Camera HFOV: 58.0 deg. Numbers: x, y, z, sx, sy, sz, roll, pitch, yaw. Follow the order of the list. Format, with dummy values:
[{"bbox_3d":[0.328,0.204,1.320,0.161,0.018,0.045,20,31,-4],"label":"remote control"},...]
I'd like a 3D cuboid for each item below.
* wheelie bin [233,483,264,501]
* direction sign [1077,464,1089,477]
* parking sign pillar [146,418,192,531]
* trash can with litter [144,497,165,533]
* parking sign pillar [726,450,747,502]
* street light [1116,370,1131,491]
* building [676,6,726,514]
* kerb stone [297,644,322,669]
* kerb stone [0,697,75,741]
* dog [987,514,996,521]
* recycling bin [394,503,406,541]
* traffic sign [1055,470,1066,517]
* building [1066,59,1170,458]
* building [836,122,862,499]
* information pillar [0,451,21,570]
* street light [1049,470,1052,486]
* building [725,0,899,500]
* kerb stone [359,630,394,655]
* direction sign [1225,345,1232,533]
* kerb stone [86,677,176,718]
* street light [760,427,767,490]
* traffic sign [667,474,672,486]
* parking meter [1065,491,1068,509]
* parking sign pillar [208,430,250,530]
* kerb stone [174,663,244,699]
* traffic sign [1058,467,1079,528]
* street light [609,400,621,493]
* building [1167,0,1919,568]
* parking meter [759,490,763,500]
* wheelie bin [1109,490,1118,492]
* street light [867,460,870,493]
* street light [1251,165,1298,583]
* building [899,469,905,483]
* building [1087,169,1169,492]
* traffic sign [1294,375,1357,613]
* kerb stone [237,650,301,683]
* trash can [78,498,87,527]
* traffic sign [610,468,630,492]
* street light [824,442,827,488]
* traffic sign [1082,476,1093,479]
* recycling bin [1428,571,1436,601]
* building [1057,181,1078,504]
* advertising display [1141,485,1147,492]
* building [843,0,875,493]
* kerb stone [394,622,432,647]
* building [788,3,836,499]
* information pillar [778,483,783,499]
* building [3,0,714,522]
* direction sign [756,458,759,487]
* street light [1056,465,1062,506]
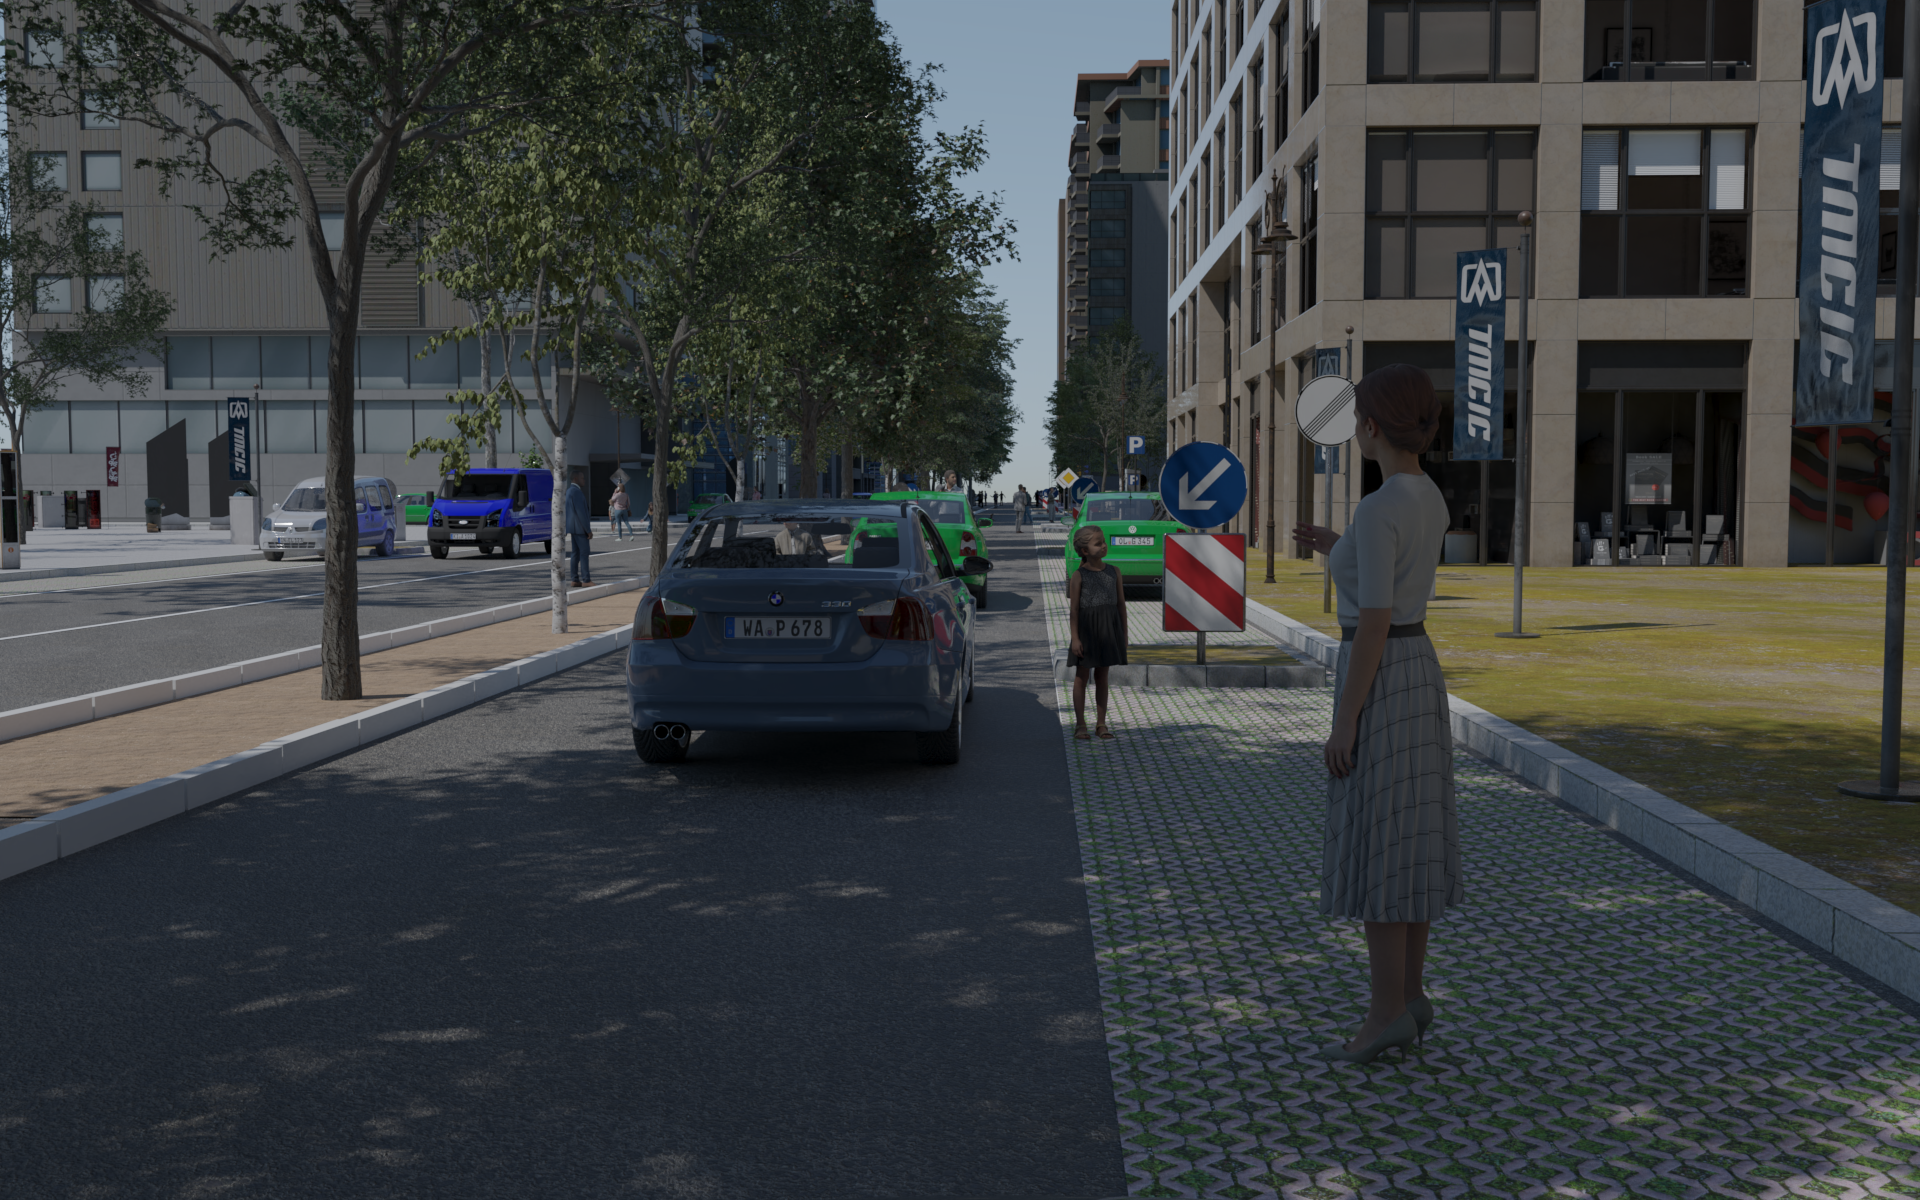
[{"bbox_3d":[-20.437,-2.558,49.725,0.693,1.594,0.980,0,4,-6],"label":"wheelie bin"},{"bbox_3d":[9.161,-8.398,129.298,0.876,3.537,0.379,0,4,-2],"label":"direction sign"},{"bbox_3d":[-28.052,-4.456,61.330,1.447,3.967,1.447,-1,4,-15],"label":"parking sign pillar"},{"bbox_3d":[-26.806,-2.831,57.674,0.624,1.170,1.055,-2,4,-25],"label":"trash can with litter"},{"bbox_3d":[-13.779,-7.240,106.843,1.447,3.967,1.447,2,4,25],"label":"parking sign pillar"},{"bbox_3d":[6.111,-5.637,64.960,0.468,5.910,1.993,0,4,2],"label":"street light"},{"bbox_3d":[-23.877,-49.681,124.958,22.319,86.520,31.000,0,4,2],"label":"building"},{"bbox_3d":[-5.401,0.468,14.550,0.120,0.150,1.000,0,4,2],"label":"kerb stone"},{"bbox_3d":[-5.565,0.720,10.453,0.120,0.150,1.000,0,4,2],"label":"kerb stone"},{"bbox_3d":[1.695,-4.428,92.587,0.550,0.427,0.748,1,4,8],"label":"dog"},{"bbox_3d":[-15.615,-2.123,47.271,0.722,1.027,0.722,-3,5,-43],"label":"recycling bin"},{"bbox_3d":[4.414,-4.268,73.419,0.795,2.450,0.064,0,4,2],"label":"traffic sign"},{"bbox_3d":[22.731,-32.077,179.076,22.147,44.769,28.867,0,4,2],"label":"building"},{"bbox_3d":[-22.407,-34.562,188.782,21.300,48.544,21.600,0,4,2],"label":"building"},{"bbox_3d":[-16.193,-1.524,29.406,0.304,2.012,0.304,3,5,42],"label":"information pillar"},{"bbox_3d":[15.862,-20.479,307.611,0.468,5.910,1.993,0,4,2],"label":"street light"},{"bbox_3d":[-19.642,-57.195,247.813,22.319,86.520,31.000,0,4,2],"label":"building"},{"bbox_3d":[-5.359,0.406,15.576,0.120,0.150,1.000,0,4,2],"label":"kerb stone"},{"bbox_3d":[4.144,-2.129,26.803,0.379,3.537,0.876,1,4,13],"label":"direction sign"},{"bbox_3d":[-5.522,0.657,11.477,0.120,0.150,1.000,0,4,2],"label":"kerb stone"},{"bbox_3d":[-13.047,-8.656,114.313,0.468,5.910,1.993,0,4,2],"label":"street light"},{"bbox_3d":[-12.666,-4.310,74.114,0.795,2.450,0.064,0,4,2],"label":"traffic sign"},{"bbox_3d":[9.123,-8.521,147.730,0.372,1.533,0.369,0,3,0],"label":"parking meter"},{"bbox_3d":[-26.006,-4.476,61.652,1.447,3.967,1.447,-1,4,-11],"label":"parking sign pillar"},{"bbox_3d":[-5.475,0.599,12.505,0.120,0.150,1.000,0,4,2],"label":"kerb stone"},{"bbox_3d":[4.098,-3.780,65.441,0.795,2.450,0.064,0,4,2],"label":"traffic sign"},{"bbox_3d":[-14.644,-6.213,74.363,0.468,5.910,1.993,0,4,2],"label":"street light"},{"bbox_3d":[16.603,-14.788,46.298,19.350,26.468,34.151,0,4,2],"label":"building"},{"bbox_3d":[-12.867,-6.291,111.275,0.372,1.533,0.369,0,3,0],"label":"parking meter"},{"bbox_3d":[11.546,-7.515,130.772,0.980,1.594,0.693,1,4,21],"label":"wheelie bin"},{"bbox_3d":[-10.159,-13.435,192.448,0.468,5.910,1.993,0,4,2],"label":"street light"},{"bbox_3d":[4.467,-3.179,24.759,0.468,5.910,1.993,0,4,2],"label":"street light"},{"bbox_3d":[-21.168,-26.626,280.366,27.650,21.520,28.899,0,4,2],"label":"building"},{"bbox_3d":[18.596,-23.635,158.130,14.160,30.474,14.107,0,4,2],"label":"building"},{"bbox_3d":[3.959,-1.130,18.582,0.768,2.556,0.104,0,4,3],"label":"traffic sign"},{"bbox_3d":[-5.436,0.532,13.529,0.120,0.150,1.000,0,4,2],"label":"kerb stone"},{"bbox_3d":[-34.306,-3.426,67.667,0.748,1.137,0.748,0,3,0],"label":"trash can"},{"bbox_3d":[-12.982,-3.822,66.135,0.795,2.450,0.064,0,4,2],"label":"traffic sign"},{"bbox_3d":[-11.665,-10.894,150.907,0.468,5.910,1.993,0,4,2],"label":"street light"},{"bbox_3d":[6.964,-5.661,94.683,0.606,2.300,0.079,0,4,8],"label":"traffic sign"},{"bbox_3d":[5.269,-0.515,20.978,0.722,1.027,0.722,-1,4,-22],"label":"recycling bin"},{"bbox_3d":[21.293,-36.981,254.750,14.600,45.320,14.200,0,4,2],"label":"building"},{"bbox_3d":[12.555,-6.996,119.590,0.123,1.923,0.974,-2,4,-33],"label":"advertising display"},{"bbox_3d":[-20.989,-47.177,209.596,20.563,71.187,20.611,0,4,2],"label":"building"},{"bbox_3d":[-5.320,0.350,16.602,0.120,0.150,1.000,0,4,2],"label":"kerb stone"},{"bbox_3d":[-23.777,-37.989,163.120,21.231,58.520,28.212,0,4,2],"label":"building"},{"bbox_3d":[-12.436,-7.059,119.903,0.304,2.012,0.304,-1,4,-11],"label":"information pillar"},{"bbox_3d":[-28.563,-30.564,88.967,28.713,52.752,27.495,0,4,2],"label":"building"},{"bbox_3d":[-12.827,-7.214,109.951,0.379,3.537,0.876,0,4,2],"label":"direction sign"},{"bbox_3d":[12.558,-15.351,223.770,0.468,5.910,1.993,0,4,2],"label":"street light"}]
